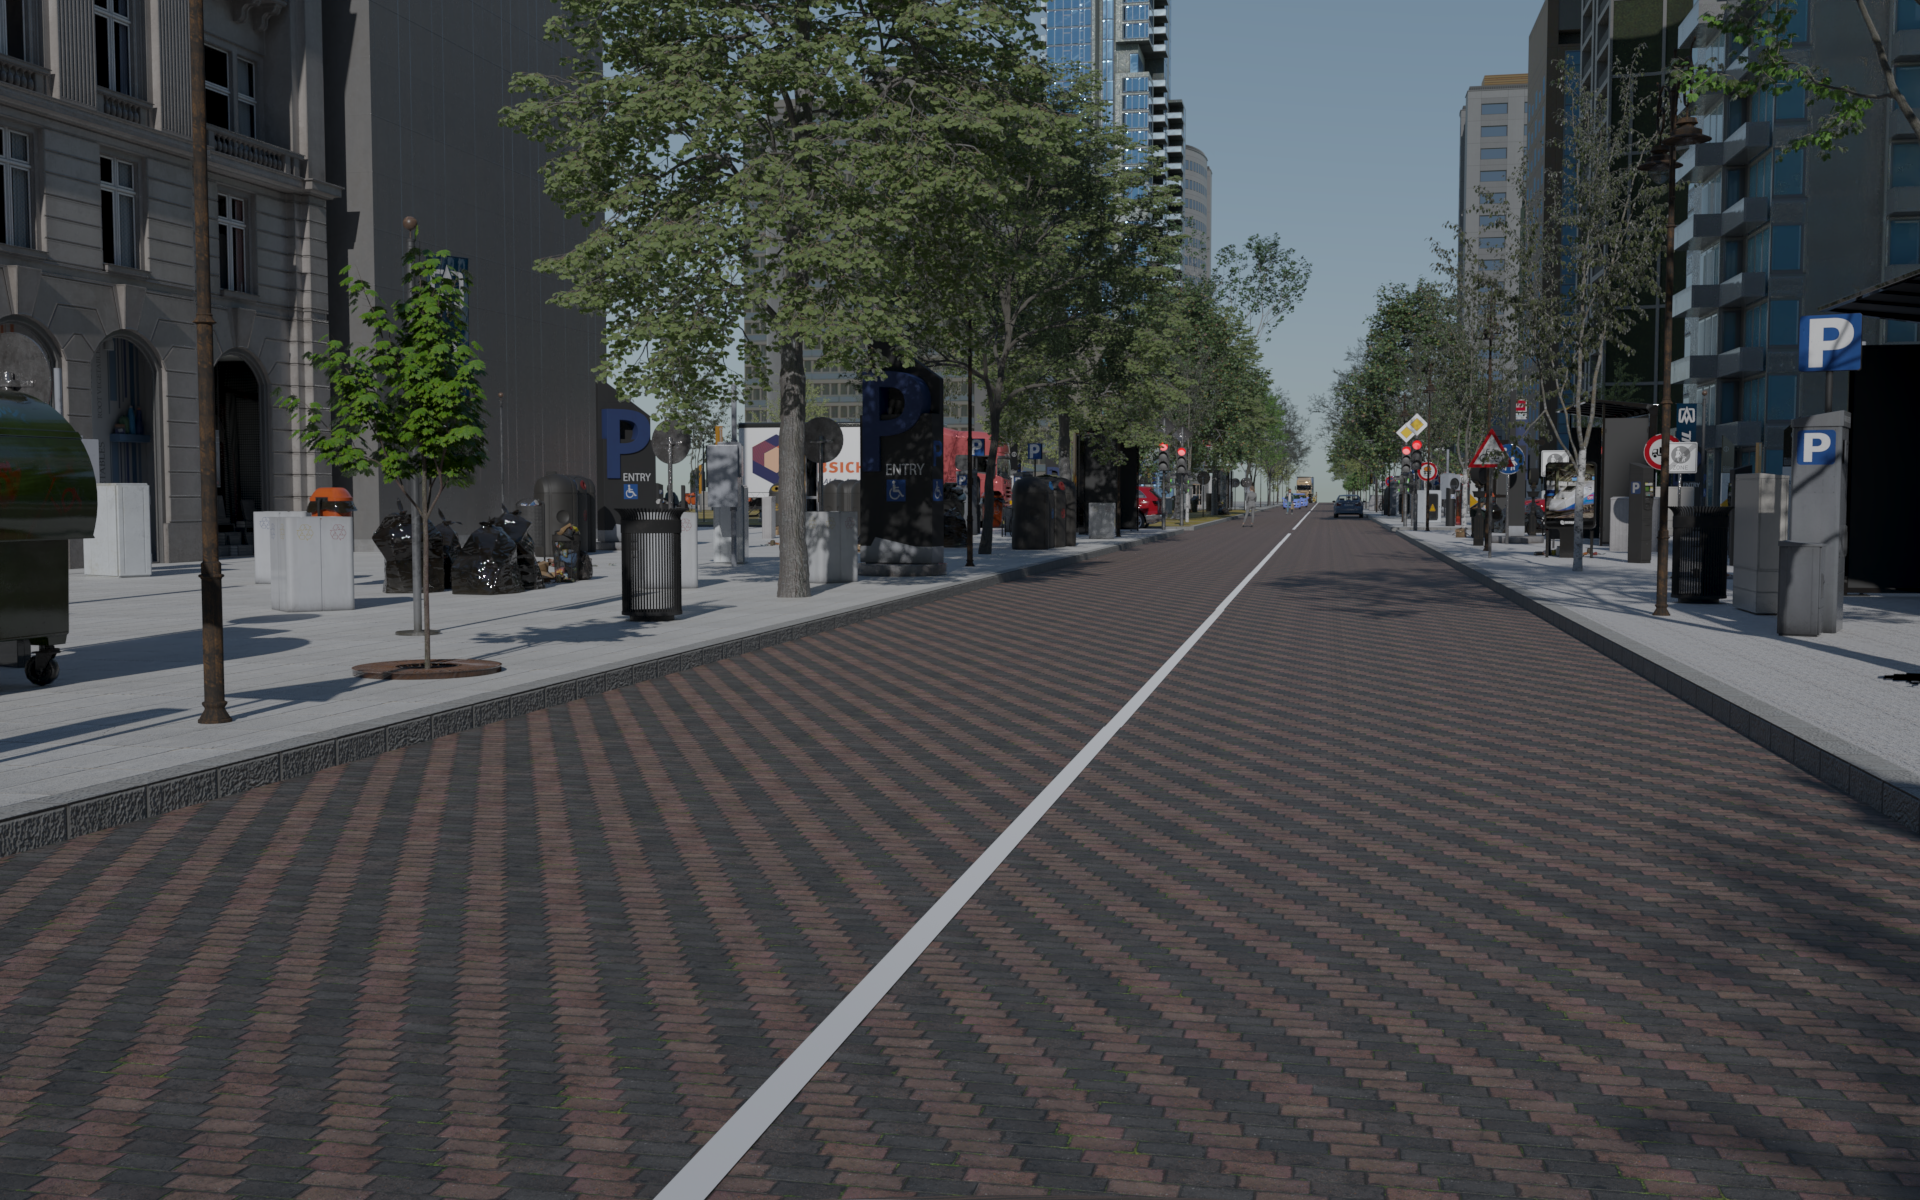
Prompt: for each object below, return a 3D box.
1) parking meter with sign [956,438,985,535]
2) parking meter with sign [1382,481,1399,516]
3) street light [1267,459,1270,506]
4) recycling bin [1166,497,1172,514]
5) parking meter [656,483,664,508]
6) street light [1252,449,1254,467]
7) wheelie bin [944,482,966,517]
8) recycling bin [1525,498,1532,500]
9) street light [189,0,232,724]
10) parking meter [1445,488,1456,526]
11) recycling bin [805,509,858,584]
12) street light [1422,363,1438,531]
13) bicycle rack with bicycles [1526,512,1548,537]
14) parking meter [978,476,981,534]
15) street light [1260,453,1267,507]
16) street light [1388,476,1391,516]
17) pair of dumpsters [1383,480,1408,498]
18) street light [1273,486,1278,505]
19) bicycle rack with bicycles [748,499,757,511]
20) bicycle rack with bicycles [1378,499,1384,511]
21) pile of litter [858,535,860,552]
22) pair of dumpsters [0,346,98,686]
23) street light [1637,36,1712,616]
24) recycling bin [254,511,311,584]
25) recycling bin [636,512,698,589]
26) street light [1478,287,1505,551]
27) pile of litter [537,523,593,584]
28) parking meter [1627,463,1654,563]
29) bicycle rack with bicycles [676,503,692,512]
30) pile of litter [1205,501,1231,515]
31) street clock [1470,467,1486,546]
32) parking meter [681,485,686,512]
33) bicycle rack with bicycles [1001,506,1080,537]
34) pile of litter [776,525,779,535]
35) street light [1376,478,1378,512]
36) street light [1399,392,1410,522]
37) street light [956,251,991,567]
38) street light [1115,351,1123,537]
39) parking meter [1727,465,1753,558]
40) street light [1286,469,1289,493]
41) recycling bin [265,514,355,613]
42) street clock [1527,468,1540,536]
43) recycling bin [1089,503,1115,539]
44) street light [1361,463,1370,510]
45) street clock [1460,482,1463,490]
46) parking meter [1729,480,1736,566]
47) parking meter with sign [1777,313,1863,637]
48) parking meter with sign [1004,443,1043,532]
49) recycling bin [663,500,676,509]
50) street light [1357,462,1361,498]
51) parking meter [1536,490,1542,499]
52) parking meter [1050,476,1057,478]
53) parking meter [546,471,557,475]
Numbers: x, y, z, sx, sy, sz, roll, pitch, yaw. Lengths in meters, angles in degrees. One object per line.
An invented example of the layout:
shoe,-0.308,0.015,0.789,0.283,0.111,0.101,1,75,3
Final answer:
parking meter with sign,0.178,-3.504,53.550,0.543,3.016,1.738,2,4,24
parking meter with sign,25.647,-6.460,101.878,1.738,3.016,0.543,2,4,34
street light,33.306,-13.113,187.192,0.468,5.910,1.993,1,4,12
recycling bin,12.931,-5.929,109.500,0.722,1.027,0.722,3,5,45
parking meter,-15.813,-5.225,91.147,0.255,1.863,0.399,3,5,40
street light,24.462,-10.538,145.090,0.468,5.910,1.993,1,4,12
wheelie bin,-0.234,-2.380,46.820,0.693,1.594,0.980,2,4,30
recycling bin,36.927,-6.109,112.431,0.722,1.027,0.722,0,3,0
street light,-4.189,-2.249,9.561,0.468,5.910,1.993,1,4,12
parking meter,19.458,-3.687,68.700,0.372,1.533,0.369,0,3,0
recycling bin,-1.976,-0.776,25.247,0.722,1.027,0.722,-3,5,-43
street light,16.196,-5.323,59.823,0.468,5.910,1.993,1,4,12
bicycle rack with bicycles,17.984,-2.243,50.057,2.925,0.926,2.852,1,4,23
parking meter,0.513,-3.080,56.072,0.255,1.863,0.399,1,4,10
street light,28.873,-11.828,166.179,0.468,5.910,1.993,1,4,12
street light,24.703,-7.756,99.591,0.468,5.910,1.993,1,4,12
pair of dumpsters,29.282,-6.959,116.280,1.574,2.255,4.437,1,4,12
street light,37.682,-14.382,207.925,0.468,5.910,1.993,1,4,12
bicycle rack with bicycles,-15.910,-7.060,128.817,2.852,0.926,2.925,-3,5,-42
bicycle rack with bicycles,32.745,-7.264,132.140,2.925,0.926,2.852,-2,4,-30
pile of litter,-2.036,-1.496,38.431,1.176,0.858,1.719,-2,4,-35
pair of dumpsters,-6.947,-0.437,9.633,1.574,2.255,4.437,1,4,12
street light,7.411,-2.773,18.122,0.468,5.910,1.993,1,4,12
recycling bin,-9.759,-0.764,25.042,0.722,1.027,0.722,-1,4,-12
recycling bin,-4.015,-0.684,23.735,0.722,1.027,0.722,-1,4,-20
street light,11.867,-4.040,38.839,0.468,5.910,1.993,1,4,12
pile of litter,-6.036,-0.703,25.463,1.176,0.858,1.719,1,4,23
parking meter,12.629,-1.616,32.126,0.255,1.863,0.399,-2,4,-26
bicycle rack with bicycles,-20.351,-6.565,120.724,2.925,0.926,2.852,0,4,4
pile of litter,15.825,-5.646,106.271,1.719,0.858,1.176,0,4,1
street clock,12.833,-2.339,42.812,0.471,2.002,0.358,-3,5,-41
parking meter,-17.890,-6.500,111.983,0.255,1.863,0.399,0,4,-2
bicycle rack with bicycles,2.353,-2.396,52.555,2.852,0.926,2.925,0,4,6
pile of litter,-5.535,-2.482,54.544,1.176,0.858,1.719,2,4,34
street light,29.006,-9.031,120.445,0.468,5.910,1.993,1,4,12
street light,20.180,-6.481,78.754,0.468,5.910,1.993,1,4,12
street light,0.176,-3.532,30.530,0.468,5.910,1.993,1,4,12
street light,4.740,-4.823,51.640,0.468,5.910,1.993,1,4,12
parking meter,15.494,-1.757,34.436,0.399,1.863,0.255,0,4,4
street light,50.648,-18.105,268.800,0.468,5.910,1.993,1,4,12
recycling bin,-7.184,-0.406,19.200,0.722,1.027,0.722,-3,4,-37
street clock,15.944,-2.668,48.194,0.358,2.002,0.471,1,4,9
recycling bin,4.093,-2.282,49.862,0.722,1.027,0.722,1,4,9
street light,35.878,-11.015,152.881,0.468,5.910,1.993,1,4,12
street clock,31.066,-6.301,107.593,0.358,2.002,0.471,0,4,7
parking meter,13.934,-1.373,30.865,0.372,1.533,0.369,0,3,0
parking meter with sign,8.016,-1.220,16.205,0.543,3.016,1.738,2,4,32
parking meter with sign,2.120,-3.827,58.840,0.543,3.016,1.738,2,4,34
recycling bin,-16.857,-5.348,99.994,0.722,1.027,0.722,-3,5,-43
street light,40.334,-12.318,174.183,0.468,5.910,1.993,1,4,12
parking meter,39.706,-6.748,118.735,0.372,1.533,0.369,0,3,0
parking meter,3.106,-3.148,57.188,0.255,1.863,0.399,1,4,14
parking meter,-10.477,-2.369,44.447,0.255,1.863,0.399,-1,4,-17
